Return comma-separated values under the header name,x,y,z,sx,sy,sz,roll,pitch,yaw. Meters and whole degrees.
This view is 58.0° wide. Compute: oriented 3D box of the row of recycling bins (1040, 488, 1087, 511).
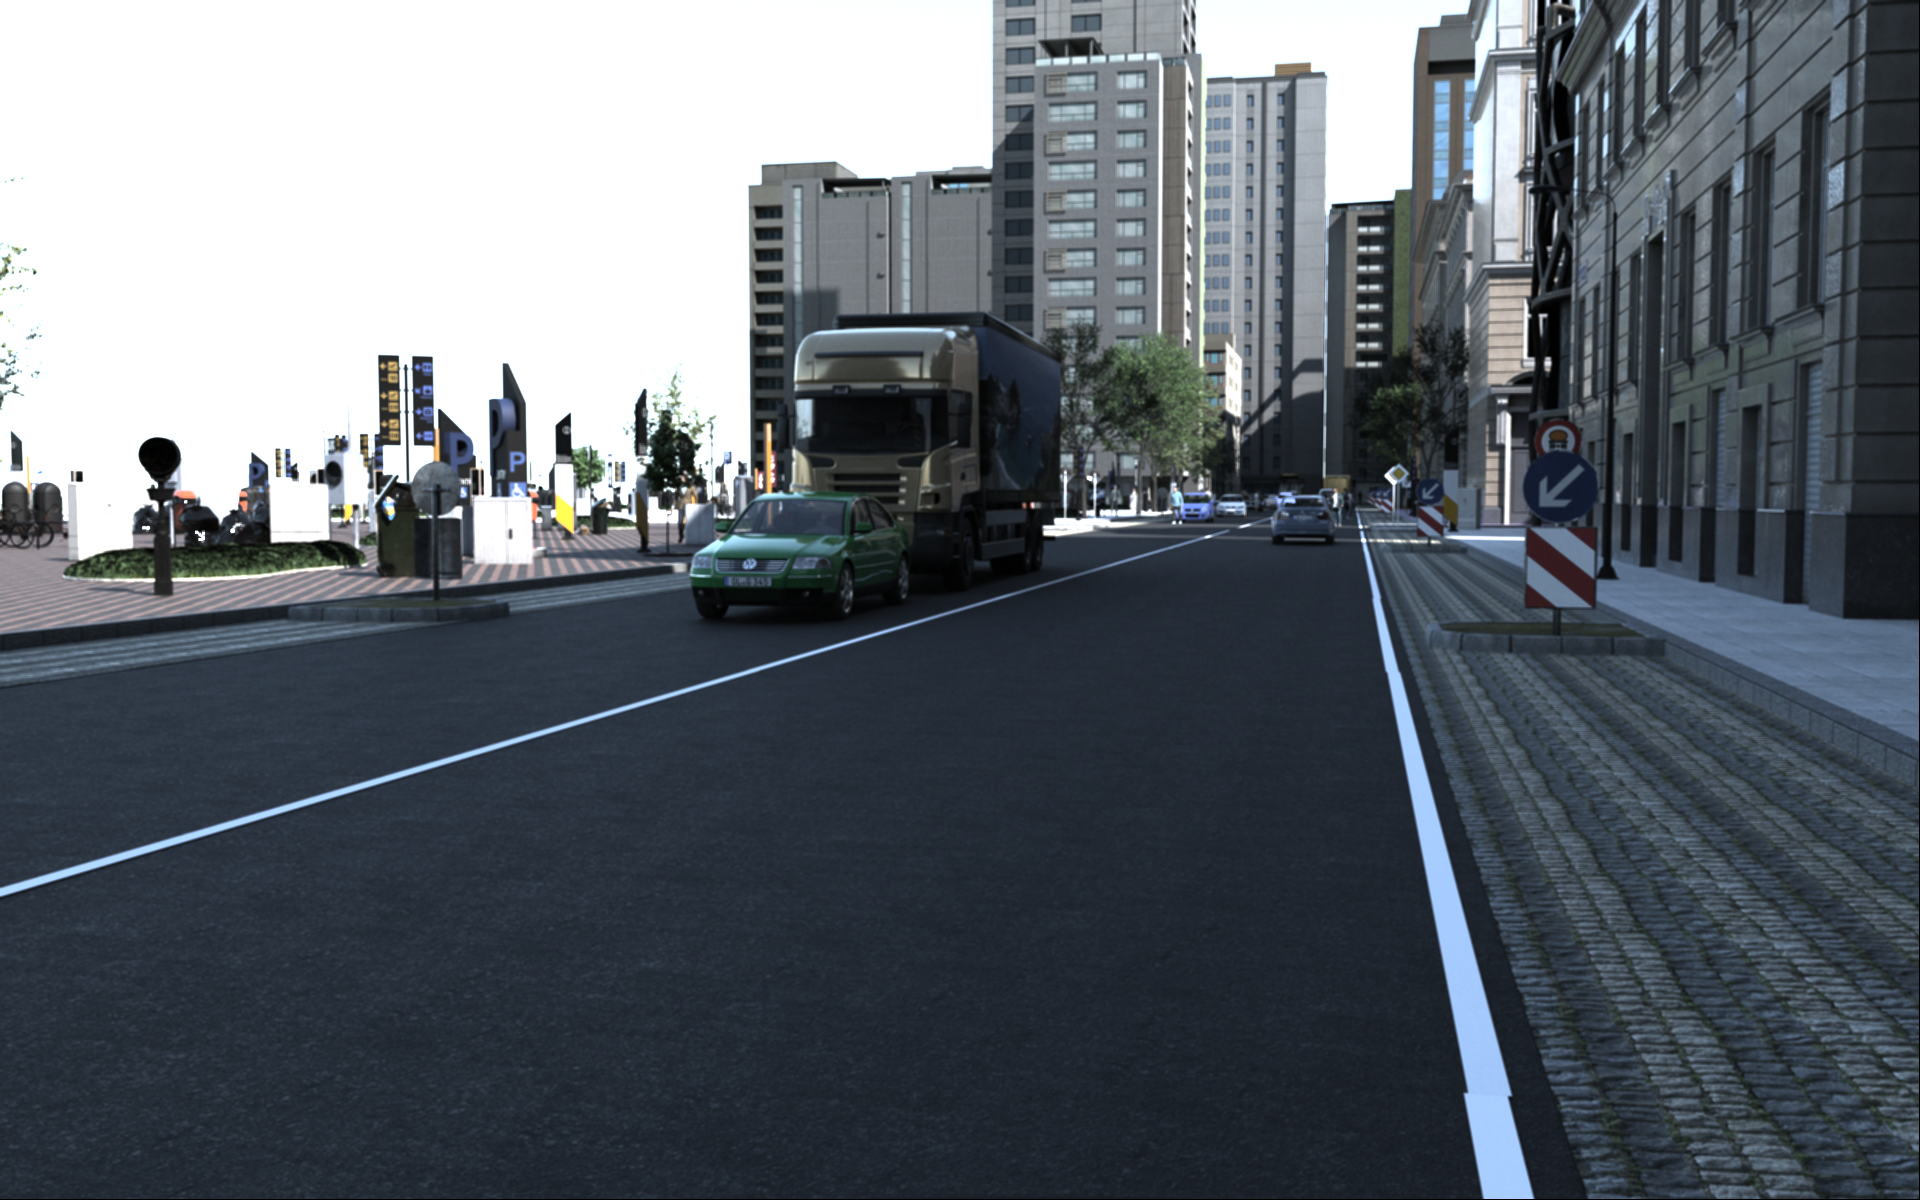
name,x,y,z,sx,sy,sz,roll,pitch,yaw
row of recycling bins,7.653,-7.389,127.914,3.534,1.692,1.069,-1,4,-15

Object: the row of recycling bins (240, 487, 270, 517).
name,x,y,z,sx,sy,sz,roll,pitch,yaw
row of recycling bins,-39.540,-5.557,97.972,1.069,1.692,3.534,1,4,11

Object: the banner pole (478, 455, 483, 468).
name,x,y,z,sx,sy,sz,roll,pitch,yaw
banner pole,-30.955,-7.458,111.948,0.401,3.779,0.863,1,4,9

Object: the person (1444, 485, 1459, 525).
name,x,y,z,sx,sy,sz,roll,pitch,yaw
person,20.494,-3.984,71.673,0.515,1.767,0.782,-3,5,-42

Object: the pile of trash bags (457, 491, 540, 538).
name,x,y,z,sx,sy,sz,roll,pitch,yaw
pile of trash bags,-13.855,-2.528,51.084,3.447,1.369,1.912,2,4,23

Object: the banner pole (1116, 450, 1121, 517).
name,x,y,z,sx,sy,sz,roll,pitch,yaw
banner pole,8.719,-6.447,95.419,0.401,3.779,0.863,1,4,22

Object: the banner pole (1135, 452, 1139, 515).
name,x,y,z,sx,sy,sz,roll,pitch,yaw
banner pole,10.584,-6.947,103.594,0.401,3.779,0.863,2,4,25

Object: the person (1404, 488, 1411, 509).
name,x,y,z,sx,sy,sz,roll,pitch,yaw
person,38.704,-8.743,148.972,0.705,1.826,1.348,-2,4,-33

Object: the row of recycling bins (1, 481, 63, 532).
name,x,y,z,sx,sy,sz,roll,pitch,yaw
row of recycling bins,-31.017,-2.990,56.004,3.534,1.692,1.069,-2,4,-26

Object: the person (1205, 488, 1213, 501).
name,x,y,z,sx,sy,sz,roll,pitch,yaw
person,14.796,-5.824,103.844,0.709,1.813,0.853,-1,4,-10

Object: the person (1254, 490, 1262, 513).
name,x,y,z,sx,sy,sz,roll,pitch,yaw
person,22.104,-7.302,128.456,0.524,1.755,0.480,-2,4,-26

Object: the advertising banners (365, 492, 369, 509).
name,x,y,z,sx,sy,sz,roll,pitch,yaw
advertising banners,-39.265,-7.226,114.325,0.090,3.025,2.074,0,4,-6

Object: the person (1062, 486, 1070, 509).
name,x,y,z,sx,sy,sz,roll,pitch,yaw
person,5.815,-5.355,94.599,0.512,1.701,0.522,3,4,36

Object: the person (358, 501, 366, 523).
name,x,y,z,sx,sy,sz,roll,pitch,yaw
person,-27.395,-4.314,79.258,0.478,1.798,0.641,-2,4,-26

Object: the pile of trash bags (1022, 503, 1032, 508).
name,x,y,z,sx,sy,sz,roll,pitch,yaw
pile of trash bags,4.324,-7.903,138.971,3.447,1.369,1.912,3,4,39

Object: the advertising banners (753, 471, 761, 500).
name,x,y,z,sx,sy,sz,roll,pitch,yaw
advertising banners,-9.228,-5.076,79.182,0.090,3.025,2.074,-3,5,-43

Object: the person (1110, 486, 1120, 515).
name,x,y,z,sx,sy,sz,roll,pitch,yaw
person,9.603,-6.208,107.723,0.661,1.801,0.590,-1,4,-11

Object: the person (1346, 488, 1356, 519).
name,x,y,z,sx,sy,sz,roll,pitch,yaw
person,22.195,-5.467,98.478,0.643,1.750,0.593,-1,4,-14

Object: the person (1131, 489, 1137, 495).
name,x,y,z,sx,sy,sz,roll,pitch,yaw
person,14.857,-8.646,147.960,0.519,1.759,0.362,1,4,19

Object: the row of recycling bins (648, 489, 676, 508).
name,x,y,z,sx,sy,sz,roll,pitch,yaw
row of recycling bins,-26.122,-8.956,153.549,3.534,1.692,1.069,1,4,21

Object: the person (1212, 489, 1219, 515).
name,x,y,z,sx,sy,sz,roll,pitch,yaw
person,17.543,-6.756,119.310,0.623,1.781,0.721,0,4,3

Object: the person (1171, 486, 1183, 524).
name,x,y,z,sx,sy,sz,roll,pitch,yaw
person,10.525,-4.616,83.997,0.660,1.820,0.620,2,4,24

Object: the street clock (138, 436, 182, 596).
name,x,y,z,sx,sy,sz,roll,pitch,yaw
street clock,-10.094,-1.060,21.895,0.471,2.002,0.358,-1,4,-14

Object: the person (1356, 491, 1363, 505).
name,x,y,z,sx,sy,sz,roll,pitch,yaw
person,49.517,-12.584,214.260,1.348,1.822,0.705,3,4,36

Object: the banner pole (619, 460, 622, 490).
name,x,y,z,sx,sy,sz,roll,pitch,yaw
banner pole,-25.247,-8.492,128.855,0.401,3.779,0.863,-2,4,-23

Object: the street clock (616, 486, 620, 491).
name,x,y,z,sx,sy,sz,roll,pitch,yaw
street clock,-31.575,-9.510,160.050,0.471,2.002,0.358,0,4,-6

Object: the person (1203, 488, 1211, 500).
name,x,y,z,sx,sy,sz,roll,pitch,yaw
person,15.602,-6.191,109.818,0.679,1.850,0.850,2,4,29

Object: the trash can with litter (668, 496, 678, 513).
name,x,y,z,sx,sy,sz,roll,pitch,yaw
trash can with litter,-18.694,-6.390,115.534,2.233,1.210,1.678,1,4,12

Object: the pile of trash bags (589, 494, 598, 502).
name,x,y,z,sx,sy,sz,roll,pitch,yaw
pile of trash bags,-34.406,-9.205,160.254,1.912,1.369,3.447,-2,4,-27

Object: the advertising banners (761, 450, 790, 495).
name,x,y,z,sx,sy,sz,roll,pitch,yaw
advertising banners,-6.852,-4.485,69.519,2.074,3.025,0.090,-1,4,-19

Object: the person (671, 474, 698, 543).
name,x,y,z,sx,sy,sz,roll,pitch,yaw
person,-7.157,-2.385,44.943,0.656,1.842,0.836,-2,4,-23

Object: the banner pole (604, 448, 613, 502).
name,x,y,z,sx,sy,sz,roll,pitch,yaw
banner pole,-19.037,-6.345,93.758,0.401,3.779,0.863,2,4,29

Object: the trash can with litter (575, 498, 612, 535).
name,x,y,z,sx,sy,sz,roll,pitch,yaw
trash can with litter,-11.629,-2.662,54.911,1.055,1.170,0.624,-2,4,-33

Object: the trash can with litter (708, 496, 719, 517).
name,x,y,z,sx,sy,sz,roll,pitch,yaw
trash can with litter,-12.650,-4.664,87.648,0.624,1.170,1.055,-3,5,-43

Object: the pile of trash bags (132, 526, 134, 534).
name,x,y,z,sx,sy,sz,roll,pitch,yaw
pile of trash bags,-25.720,-2.791,55.382,1.912,1.369,3.447,2,4,25

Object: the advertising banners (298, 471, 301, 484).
name,x,y,z,sx,sy,sz,roll,pitch,yaw
advertising banners,-50.954,-8.350,132.705,0.090,3.025,2.074,-3,5,-44

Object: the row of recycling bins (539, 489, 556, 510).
name,x,y,z,sx,sy,sz,roll,pitch,yaw
row of recycling bins,-32.449,-8.035,138.490,3.534,1.692,1.069,3,5,39

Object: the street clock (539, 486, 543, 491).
name,x,y,z,sx,sy,sz,roll,pitch,yaw
street clock,-35.436,-8.671,146.342,0.471,2.002,0.358,-1,4,-9

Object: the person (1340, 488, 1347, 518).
name,x,y,z,sx,sy,sz,roll,pitch,yaw
person,22.493,-5.699,101.956,0.573,1.790,0.520,1,4,14

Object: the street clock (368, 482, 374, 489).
name,x,y,z,sx,sy,sz,roll,pitch,yaw
street clock,-34.371,-5.917,101.308,0.471,2.002,0.358,2,4,23

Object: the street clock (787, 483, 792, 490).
name,x,y,z,sx,sy,sz,roll,pitch,yaw
street clock,-11.186,-6.739,114.745,0.471,2.002,0.358,-2,4,-29

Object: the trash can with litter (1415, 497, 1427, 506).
name,x,y,z,sx,sy,sz,roll,pitch,yaw
trash can with litter,23.317,-4.664,87.649,0.624,1.170,1.055,1,4,15

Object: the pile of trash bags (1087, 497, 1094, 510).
name,x,y,z,sx,sy,sz,roll,pitch,yaw
pile of trash bags,8.954,-7.726,136.075,3.447,1.369,1.912,0,4,-6

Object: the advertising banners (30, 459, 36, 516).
name,x,y,z,sx,sy,sz,roll,pitch,yaw
advertising banners,-46.716,-5.573,87.301,0.090,3.025,2.074,-2,4,-33

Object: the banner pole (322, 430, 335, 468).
name,x,y,z,sx,sy,sz,roll,pitch,yaw
banner pole,-24.588,-4.742,67.548,0.863,3.779,0.401,1,4,18

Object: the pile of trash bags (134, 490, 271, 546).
name,x,y,z,sx,sy,sz,roll,pitch,yaw
pile of trash bags,-16.937,-1.822,39.545,3.447,1.369,1.912,2,4,35

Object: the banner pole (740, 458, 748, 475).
name,x,y,z,sx,sy,sz,roll,pitch,yaw
banner pole,-14.828,-7.878,118.820,0.863,3.779,0.401,3,4,36

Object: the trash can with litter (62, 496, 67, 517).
name,x,y,z,sx,sy,sz,roll,pitch,yaw
trash can with litter,-51.365,-5.369,98.844,1.678,1.210,2.233,-3,4,-38

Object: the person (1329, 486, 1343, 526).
name,x,y,z,sx,sy,sz,roll,pitch,yaw
person,16.677,-4.159,76.854,0.623,1.781,0.721,0,4,4

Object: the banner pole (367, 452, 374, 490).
name,x,y,z,sx,sy,sz,roll,pitch,yaw
banner pole,-35.496,-6.985,104.221,0.863,3.779,0.401,0,4,1

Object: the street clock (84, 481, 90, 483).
name,x,y,z,sx,sy,sz,roll,pitch,yaw
street clock,-47.322,-5.463,93.887,0.358,2.002,0.471,0,4,2
